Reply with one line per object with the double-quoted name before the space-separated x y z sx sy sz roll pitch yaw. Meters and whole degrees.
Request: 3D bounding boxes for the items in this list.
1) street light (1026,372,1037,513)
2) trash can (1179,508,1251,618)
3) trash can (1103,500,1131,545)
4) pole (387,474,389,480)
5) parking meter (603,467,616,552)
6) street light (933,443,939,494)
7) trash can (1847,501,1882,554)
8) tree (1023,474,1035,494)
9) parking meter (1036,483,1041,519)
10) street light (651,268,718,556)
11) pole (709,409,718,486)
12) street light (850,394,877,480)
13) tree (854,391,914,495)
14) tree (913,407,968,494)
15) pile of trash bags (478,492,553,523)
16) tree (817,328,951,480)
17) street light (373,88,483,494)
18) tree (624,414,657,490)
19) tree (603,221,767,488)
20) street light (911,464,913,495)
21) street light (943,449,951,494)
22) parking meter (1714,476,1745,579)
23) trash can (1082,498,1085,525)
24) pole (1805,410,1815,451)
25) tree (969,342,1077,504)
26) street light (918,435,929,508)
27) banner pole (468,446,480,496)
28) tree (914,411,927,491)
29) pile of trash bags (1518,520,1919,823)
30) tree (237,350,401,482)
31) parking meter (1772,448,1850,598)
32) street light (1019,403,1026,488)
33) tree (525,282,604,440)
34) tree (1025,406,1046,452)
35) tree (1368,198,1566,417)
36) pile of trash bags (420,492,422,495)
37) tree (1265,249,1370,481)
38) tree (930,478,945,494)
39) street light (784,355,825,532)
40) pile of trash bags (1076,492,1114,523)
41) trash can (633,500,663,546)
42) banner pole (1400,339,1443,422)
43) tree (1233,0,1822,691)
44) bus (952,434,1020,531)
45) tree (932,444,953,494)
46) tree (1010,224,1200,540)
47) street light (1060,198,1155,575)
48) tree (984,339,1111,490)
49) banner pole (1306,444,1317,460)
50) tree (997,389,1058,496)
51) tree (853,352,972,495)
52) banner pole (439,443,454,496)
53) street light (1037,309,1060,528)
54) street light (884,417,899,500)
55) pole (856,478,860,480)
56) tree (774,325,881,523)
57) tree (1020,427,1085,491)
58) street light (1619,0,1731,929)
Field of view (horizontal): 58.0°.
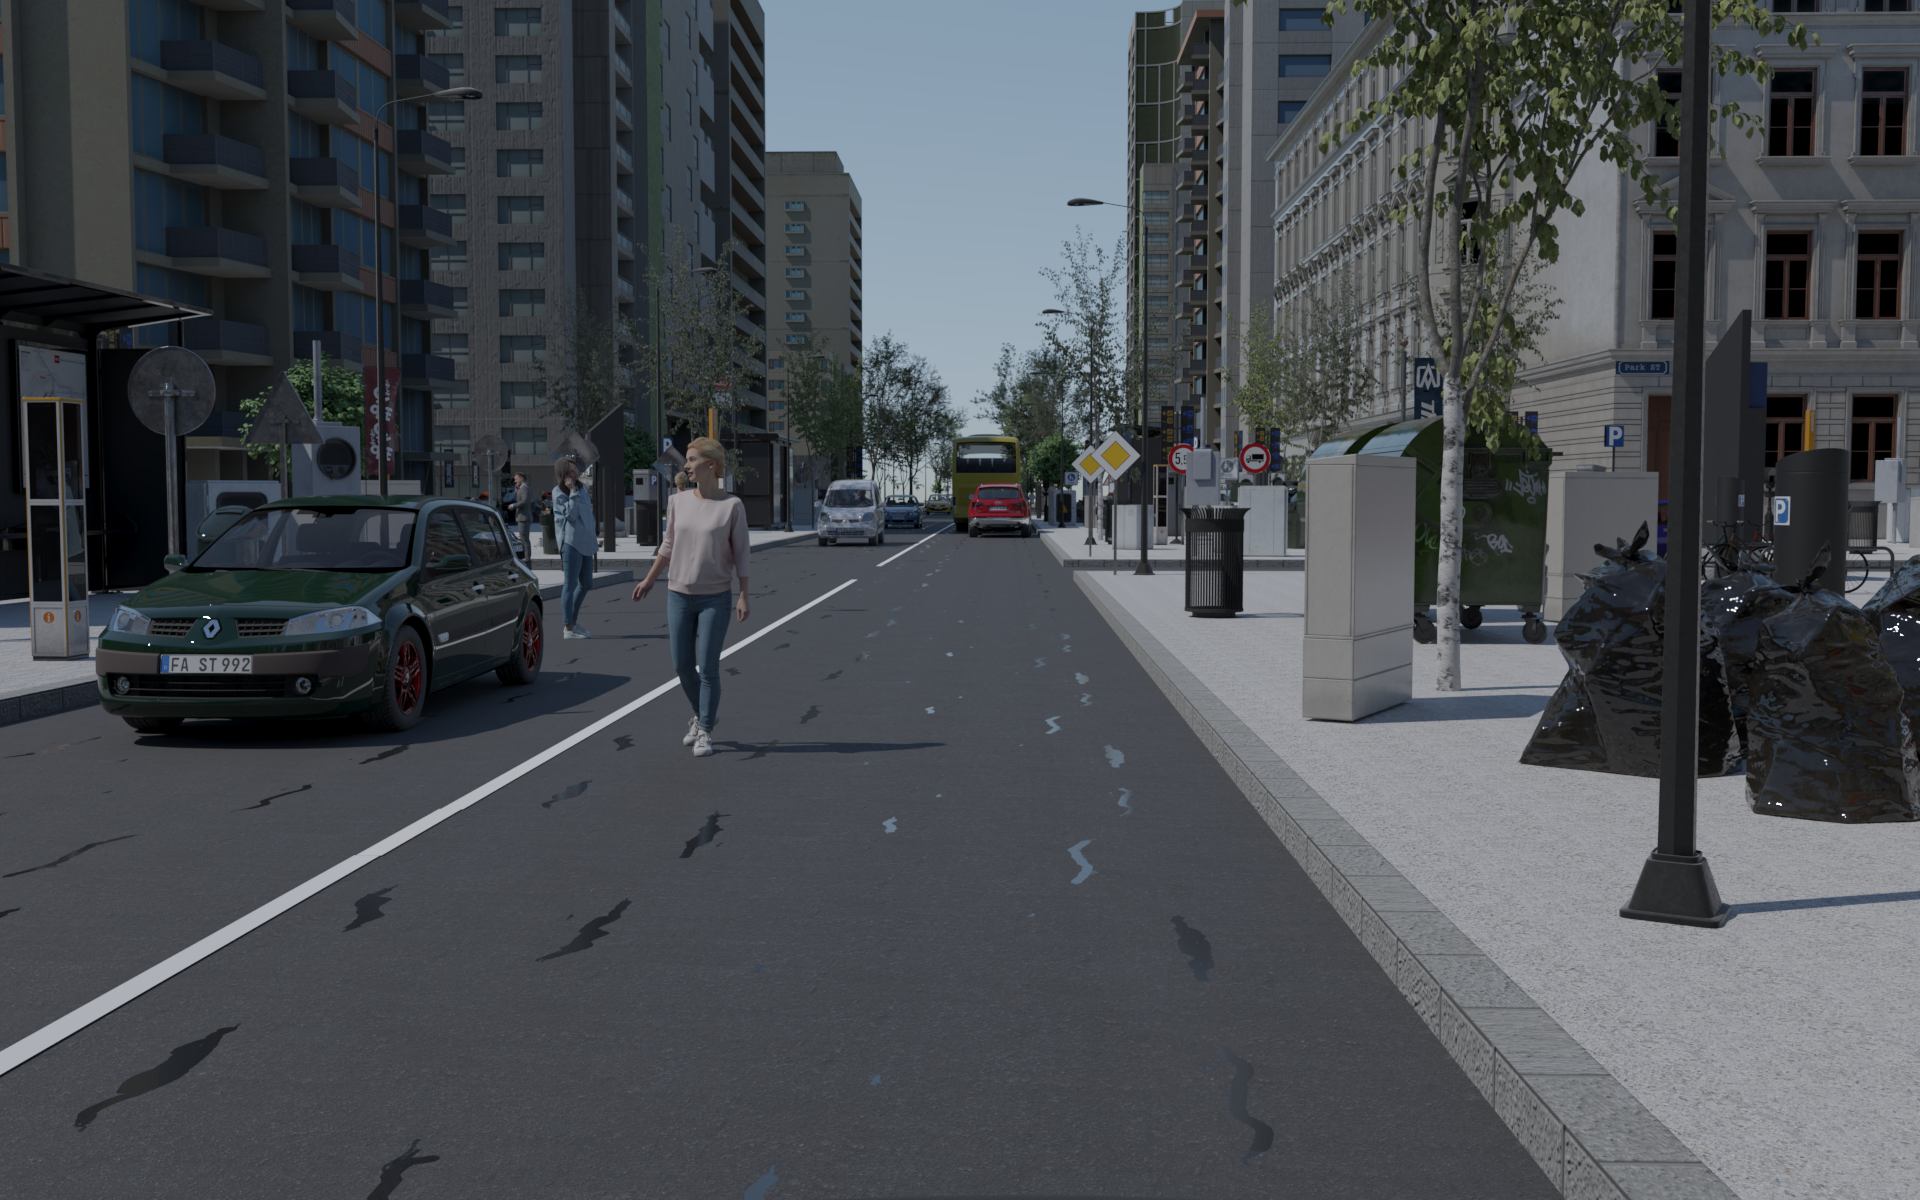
"street light" 3.337 -5.702 65.765 1.470 5.913 1.316 0 4 1
"trash can" 2.653 -0.393 18.071 0.748 1.137 0.748 0 3 0
"trash can" 3.986 -1.979 44.016 0.748 1.137 0.748 0 3 0
"pole" -11.950 -2.579 36.007 0.158 3.312 0.155 0 3 0
"parking meter" -7.741 -1.989 38.236 0.255 1.863 0.399 -1 4 -10
"street light" -2.568 -11.282 156.999 1.470 5.913 1.316 0 4 1
"trash can" 19.265 -1.550 37.001 0.748 1.137 0.748 0 3 0
"tree" 6.183 -9.809 154.973 1.663 3.219 1.824 0 3 0
"parking meter" 4.111 -5.167 90.191 0.255 1.863 0.399 0 4 3
"street light" -5.664 -3.862 35.692 1.470 5.913 1.316 0 4 1
"pole" -5.885 -2.910 41.416 0.158 3.312 0.155 0 3 0
"street light" -4.541 -6.615 80.693 1.470 5.913 1.316 0 4 1
"tree" -5.314 -10.101 115.521 4.360 8.622 3.978 0 3 0
"tree" -2.557 -16.943 202.766 9.928 11.665 9.643 0 3 0
"pile of trash bags" -22.385 -4.690 86.432 3.447 1.369 1.912 0 4 8
"tree" -4.832 -9.982 97.621 7.601 10.594 8.767 2 4 34
"street light" -6.147 -2.901 19.972 1.470 5.913 1.316 0 4 1
"tree" -13.765 -5.368 71.473 4.285 4.588 4.351 0 3 0
"tree" -7.020 -5.886 46.593 4.360 8.622 3.978 0 3 0
"street light" -3.748 -8.531 112.026 1.470 5.913 1.316 0 4 1
"street light" -1.977 -12.639 179.194 1.470 5.913 1.316 0 4 1
"parking meter" 11.095 -1.013 24.978 0.372 1.533 0.369 0 3 0
"trash can" 5.197 -3.491 68.731 0.748 1.137 0.748 0 3 0
"pole" 20.653 -2.954 42.147 0.158 3.312 0.155 0 3 0
"tree" 8.058 -22.061 216.578 12.611 20.169 13.585 0 3 0
"street light" -3.173 -9.889 134.221 1.470 5.913 1.316 0 4 1
"banner pole" -25.315 -6.119 90.065 0.401 3.779 0.863 3 5 41
"tree" -4.158 -10.801 126.962 4.360 8.622 3.978 0 3 0
"pile of trash bags" 4.004 0.152 7.274 1.912 1.369 3.447 -1 4 -20
"tree" -14.123 -3.357 38.601 4.285 4.588 4.351 0 3 0
"parking meter" 4.787 -0.083 9.770 0.372 1.533 0.369 0 3 0
"street light" 3.866 -7.064 88.042 1.470 5.913 1.316 0 4 1
"tree" -12.700 -6.685 59.665 4.360 8.622 3.978 0 3 0
"tree" 6.808 -11.382 136.463 4.737 8.622 4.395 0 3 0
"tree" 12.786 -5.631 42.429 4.360 8.622 3.978 0 3 0
"pile of trash bags" -16.812 -2.735 54.462 1.912 1.369 3.447 -2 4 -30
"tree" 11.246 -6.281 53.054 4.360 8.622 3.978 0 3 0
"tree" -2.288 -11.831 188.037 1.663 3.219 1.824 0 3 0
"street light" -5.198 -5.220 57.890 1.470 5.913 1.316 0 4 1
"pile of trash bags" 6.285 -4.188 78.225 1.912 1.369 3.447 2 4 29
"trash can" -7.665 -1.895 42.635 0.748 1.137 0.748 0 3 0
"banner pole" 7.388 -2.322 27.983 0.863 3.779 0.401 0 4 3
"tree" 3.431 -3.711 11.041 4.737 8.622 4.395 0 3 0
"bus" 1.063 -4.800 70.033 2.896 3.916 12.252 0 4 1
"tree" -2.113 -18.381 250.897 4.737 8.622 4.395 0 3 0
"tree" 4.106 -5.955 47.722 4.360 8.622 3.978 0 3 0
"street light" 2.379 -3.351 27.322 1.470 5.913 1.316 0 4 1
"tree" 5.852 -10.381 104.147 7.601 10.594 8.767 3 5 40
"banner pole" 17.567 -5.906 86.588 0.401 3.779 0.863 -3 4 -37
"tree" 7.121 -15.857 177.395 7.486 12.596 7.792 0 3 0
"tree" -4.149 -14.594 148.977 12.009 13.543 11.850 0 3 0
"banner pole" -25.104 -5.784 84.578 0.863 3.779 0.401 -2 4 -33
"street light" 2.756 -4.344 43.570 1.470 5.913 1.316 0 4 1
"street light" -3.986 -8.062 104.348 1.470 5.913 1.316 0 4 1
"pole" -6.355 -6.985 108.042 0.158 3.312 0.155 0 3 0
"tree" -6.261 -7.657 75.550 4.737 8.622 4.395 0 3 0
"tree" 4.872 -6.159 84.417 4.285 4.588 4.351 0 3 0
"street light" 1.643 -1.993 5.131 1.470 5.913 1.316 0 4 1
